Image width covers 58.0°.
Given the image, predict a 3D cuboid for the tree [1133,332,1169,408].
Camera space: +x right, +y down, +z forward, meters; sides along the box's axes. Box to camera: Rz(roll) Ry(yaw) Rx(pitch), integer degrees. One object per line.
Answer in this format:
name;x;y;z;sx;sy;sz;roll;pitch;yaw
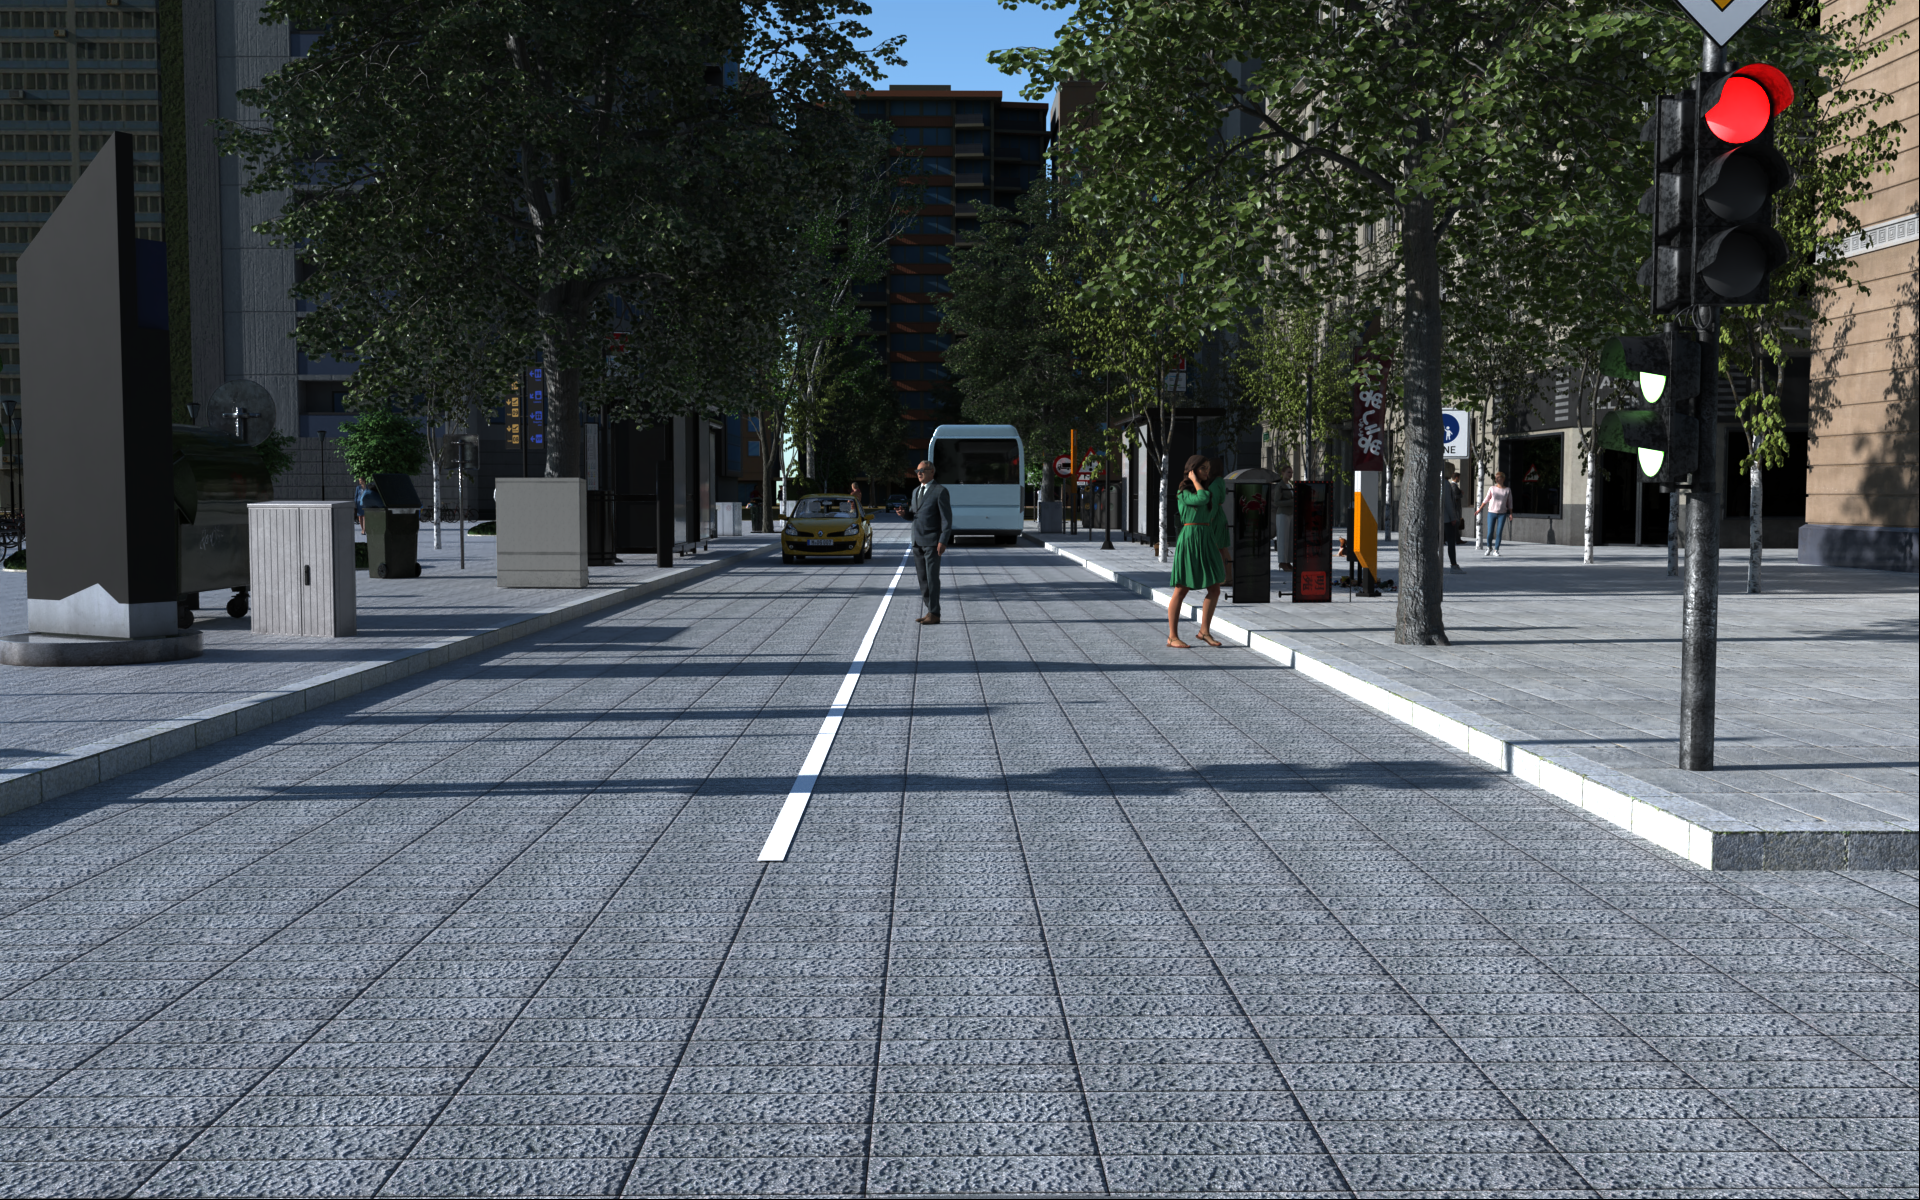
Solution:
tree;8.957;-7.789;77.717;4.360;8.622;3.978;0;3;0

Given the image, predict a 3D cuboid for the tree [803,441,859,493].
tree;-7.823;-7.361;104.069;4.285;4.588;4.351;0;3;0

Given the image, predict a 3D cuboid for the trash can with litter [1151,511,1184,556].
trash can with litter;4.438;-1.483;35.633;1.055;1.170;0.624;1;4;8

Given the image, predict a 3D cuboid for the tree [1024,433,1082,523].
tree;3.828;-6.448;89.139;4.285;4.588;4.351;0;3;0

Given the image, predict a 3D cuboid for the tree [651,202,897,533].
tree;-6.216;-8.017;56.833;9.928;11.665;9.643;0;3;0

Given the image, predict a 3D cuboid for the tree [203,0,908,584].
tree;-5.529;-7.197;24.330;9.857;13.997;8.962;0;3;0

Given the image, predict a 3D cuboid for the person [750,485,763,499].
person;-12.344;-6.061;105.072;0.705;1.831;1.348;2;4;31

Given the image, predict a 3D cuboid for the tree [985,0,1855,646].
tree;3.620;-5.878;14.234;7.486;12.596;7.792;0;3;0

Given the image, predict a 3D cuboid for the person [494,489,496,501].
person;-17.417;-3.658;65.949;0.679;1.850;0.850;0;4;8

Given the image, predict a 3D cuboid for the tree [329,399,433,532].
tree;-19.699;-4.613;59.139;4.285;4.588;4.351;0;3;0

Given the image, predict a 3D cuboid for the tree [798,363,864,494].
tree;-7.589;-9.049;98.317;4.360;8.622;3.978;0;3;0

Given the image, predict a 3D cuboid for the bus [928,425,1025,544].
bus;0.387;-3.530;52.578;2.948;3.499;13.247;0;4;0

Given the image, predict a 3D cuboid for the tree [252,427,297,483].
tree;-25.361;-4.744;61.270;4.285;4.588;4.351;0;3;0

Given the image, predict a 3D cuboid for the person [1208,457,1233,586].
person;3.543;-1.082;23.985;0.529;1.795;0.600;0;4;6

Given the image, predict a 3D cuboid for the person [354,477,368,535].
person;-18.720;-2.955;54.386;0.581;1.822;0.654;0;4;-3

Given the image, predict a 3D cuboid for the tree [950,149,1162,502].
tree;3.318;-9.740;65.900;9.857;13.997;8.962;0;3;0

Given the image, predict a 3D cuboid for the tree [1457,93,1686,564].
tree;11.841;-4.975;31.702;4.360;8.622;3.978;0;3;0

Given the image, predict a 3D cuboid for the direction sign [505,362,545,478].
direction sign;-7.523;-2.323;29.981;0.876;3.537;0.379;2;4;29

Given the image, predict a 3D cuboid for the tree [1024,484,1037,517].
tree;3.783;-6.266;97.049;1.663;3.219;1.824;0;3;0

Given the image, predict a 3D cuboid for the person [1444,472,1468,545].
person;12.497;-2.316;43.877;0.822;1.834;0.622;-1;4;-11

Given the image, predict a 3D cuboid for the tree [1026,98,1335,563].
tree;3.666;-5.021;32.449;4.737;8.622;4.395;0;3;0

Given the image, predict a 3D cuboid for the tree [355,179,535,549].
tree;-11.903;-5.485;40.048;4.360;8.622;3.978;0;3;0

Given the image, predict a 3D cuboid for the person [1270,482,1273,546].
person;7.509;-2.160;42.369;0.522;1.701;0.512;-1;4;-13

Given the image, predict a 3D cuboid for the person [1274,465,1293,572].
person;5.430;-1.351;28.678;0.362;1.759;0.519;3;4;38

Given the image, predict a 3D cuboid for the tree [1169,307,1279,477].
tree;10.446;-7.150;67.271;4.360;8.622;3.978;0;3;0

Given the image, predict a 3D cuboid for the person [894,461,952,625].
person;-0.411;-0.643;19.196;0.590;1.801;0.661;-3;5;-45

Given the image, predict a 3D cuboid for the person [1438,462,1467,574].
person;7.807;-1.332;27.998;0.728;1.800;0.709;0;4;3

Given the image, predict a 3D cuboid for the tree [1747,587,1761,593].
tree;10.069;-4.394;22.205;4.737;8.622;4.395;0;3;0

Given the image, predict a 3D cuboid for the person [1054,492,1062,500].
person;5.041;-5.399;95.037;1.217;1.743;0.721;2;4;30

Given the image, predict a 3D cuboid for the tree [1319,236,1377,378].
tree;11.841;-5.891;46.678;4.360;8.622;3.978;0;3;0

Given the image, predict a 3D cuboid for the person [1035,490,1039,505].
person;6.070;-7.953;137.543;0.593;1.643;0.415;0;4;0

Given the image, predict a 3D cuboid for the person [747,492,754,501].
person;-13.547;-6.352;113.123;0.991;1.433;0.599;-3;5;-44

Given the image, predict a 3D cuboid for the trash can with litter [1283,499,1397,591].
trash can with litter;5.435;-0.782;23.842;1.678;1.210;2.233;0;4;0

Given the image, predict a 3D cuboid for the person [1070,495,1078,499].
person;10.919;-9.368;162.379;1.217;1.736;0.721;0;4;5

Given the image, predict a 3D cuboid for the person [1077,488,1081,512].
person;8.472;-7.077;122.470;0.721;1.735;1.217;-3;5;-40

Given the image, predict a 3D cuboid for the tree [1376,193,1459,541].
tree;12.241;-5.468;39.767;4.360;8.622;3.978;0;3;0

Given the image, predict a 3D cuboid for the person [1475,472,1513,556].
person;11.033;-1.783;35.860;0.731;1.740;0.598;0;4;7

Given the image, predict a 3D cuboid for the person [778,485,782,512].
person;-9.365;-5.208;91.720;0.721;1.766;1.217;-2;4;-30

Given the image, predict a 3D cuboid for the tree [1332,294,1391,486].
tree;11.030;-6.338;53.986;4.737;8.622;4.395;0;3;0

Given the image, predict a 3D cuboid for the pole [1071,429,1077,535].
pole;3.592;-3.716;54.606;0.158;3.312;0.155;0;3;0

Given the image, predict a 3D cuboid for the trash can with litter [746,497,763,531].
trash can with litter;-6.924;-2.980;60.107;0.624;1.170;1.055;1;4;21

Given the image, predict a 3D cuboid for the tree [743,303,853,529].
tree;-6.244;-6.938;63.801;4.737;8.622;4.395;0;3;0

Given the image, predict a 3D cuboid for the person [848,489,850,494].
person;-6.629;-6.184;107.955;0.742;1.727;0.445;-3;5;-42

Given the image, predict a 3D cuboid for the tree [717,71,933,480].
tree;-8.426;-13.707;79.996;12.611;20.169;13.585;0;3;0

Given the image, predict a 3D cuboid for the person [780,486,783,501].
person;-9.039;-4.974;88.291;0.530;1.710;0.541;1;4;21

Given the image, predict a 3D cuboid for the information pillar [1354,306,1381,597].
information pillar;5.075;-1.848;21.567;0.183;3.616;0.504;3;5;40

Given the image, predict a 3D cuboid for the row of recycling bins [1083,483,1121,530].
row of recycling bins;5.478;-3.493;64.221;1.069;1.692;3.534;-1;4;-15

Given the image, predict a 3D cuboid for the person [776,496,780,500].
person;-11.276;-6.396;110.716;0.705;1.812;1.348;2;4;28

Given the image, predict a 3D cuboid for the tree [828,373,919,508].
tree;-8.061;-14.774;158.559;9.611;12.733;9.660;0;3;0

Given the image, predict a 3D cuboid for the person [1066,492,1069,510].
person;8.464;-7.881;138.126;0.421;1.427;0.697;0;4;-5

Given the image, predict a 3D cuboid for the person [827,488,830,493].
person;-9.326;-7.141;122.928;0.705;1.807;1.348;1;4;15
